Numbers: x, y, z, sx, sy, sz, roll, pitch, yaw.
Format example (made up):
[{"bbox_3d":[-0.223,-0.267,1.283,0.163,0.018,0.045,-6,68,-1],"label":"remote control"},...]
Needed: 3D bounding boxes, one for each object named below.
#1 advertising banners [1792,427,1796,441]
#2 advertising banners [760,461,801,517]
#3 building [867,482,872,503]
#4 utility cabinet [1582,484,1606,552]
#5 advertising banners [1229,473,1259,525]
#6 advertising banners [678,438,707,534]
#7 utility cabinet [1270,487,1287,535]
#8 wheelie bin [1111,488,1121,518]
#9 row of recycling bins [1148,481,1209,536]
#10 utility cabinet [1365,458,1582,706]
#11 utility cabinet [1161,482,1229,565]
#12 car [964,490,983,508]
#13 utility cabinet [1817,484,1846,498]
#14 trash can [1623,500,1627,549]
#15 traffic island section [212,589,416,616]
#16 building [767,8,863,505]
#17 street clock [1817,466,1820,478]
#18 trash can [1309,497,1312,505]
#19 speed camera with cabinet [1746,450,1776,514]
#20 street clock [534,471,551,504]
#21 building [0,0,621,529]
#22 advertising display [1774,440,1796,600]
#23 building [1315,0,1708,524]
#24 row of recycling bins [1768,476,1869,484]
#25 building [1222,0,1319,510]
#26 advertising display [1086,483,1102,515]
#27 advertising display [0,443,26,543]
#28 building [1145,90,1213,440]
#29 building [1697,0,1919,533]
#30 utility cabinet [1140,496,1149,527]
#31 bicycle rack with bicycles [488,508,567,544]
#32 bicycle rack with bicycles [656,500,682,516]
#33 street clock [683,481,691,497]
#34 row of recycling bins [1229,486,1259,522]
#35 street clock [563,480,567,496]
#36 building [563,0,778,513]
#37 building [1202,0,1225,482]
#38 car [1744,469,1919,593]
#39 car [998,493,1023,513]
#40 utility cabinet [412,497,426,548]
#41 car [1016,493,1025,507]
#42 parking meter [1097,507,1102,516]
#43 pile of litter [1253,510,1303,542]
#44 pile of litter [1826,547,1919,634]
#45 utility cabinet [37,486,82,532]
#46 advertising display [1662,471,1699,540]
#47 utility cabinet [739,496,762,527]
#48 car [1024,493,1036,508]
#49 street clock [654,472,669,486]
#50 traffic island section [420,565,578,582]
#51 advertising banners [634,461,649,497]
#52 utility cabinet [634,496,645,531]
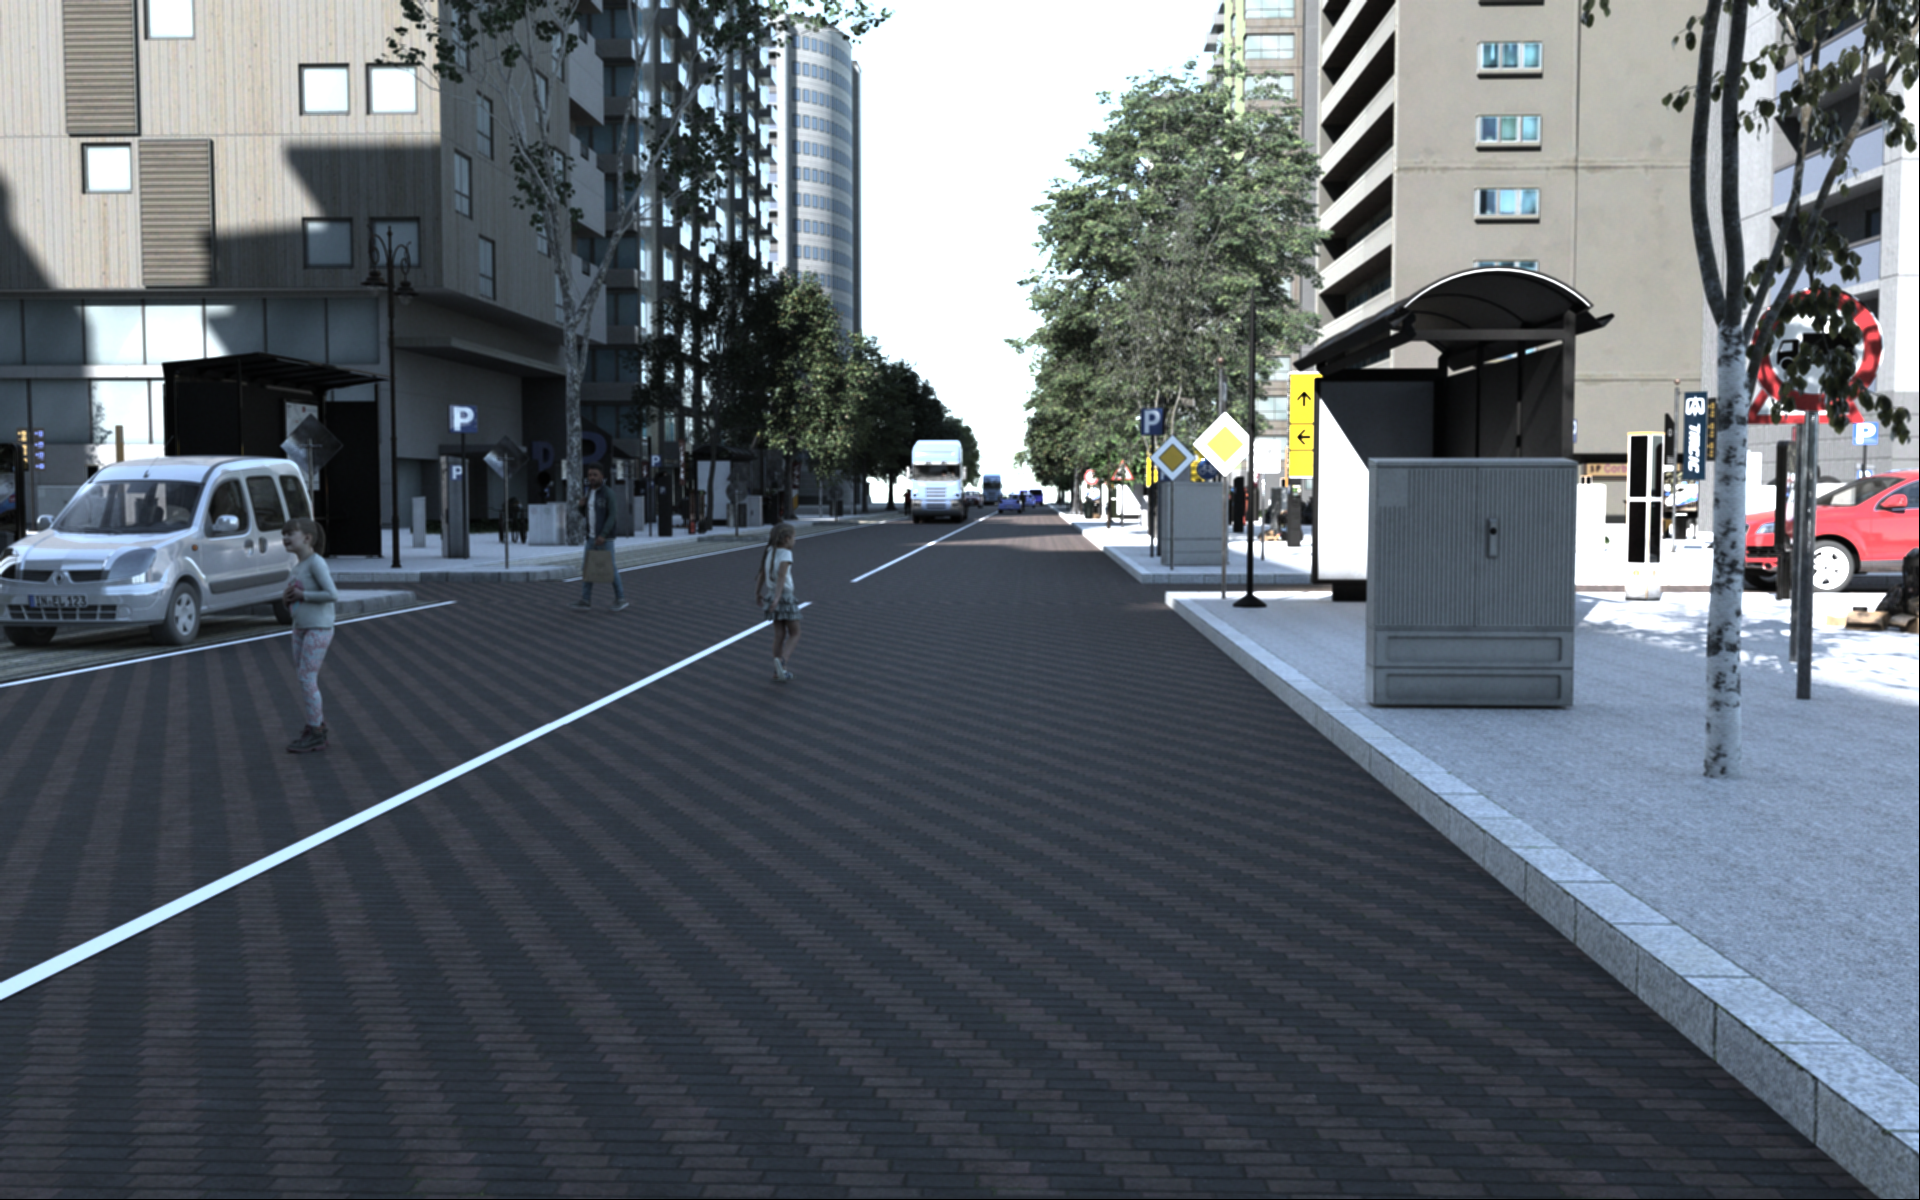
[{"bbox_3d":[21.311,-3.012,45.431,0.090,3.025,2.074,-2,4,-32],"label":"advertising banners"},{"bbox_3d":[-9.497,-5.902,92.691,2.074,3.025,0.090,-1,4,-13],"label":"advertising banners"},{"bbox_3d":[-28.984,-33.541,240.271,32.217,40.220,23.993,0,4,2],"label":"building"},{"bbox_3d":[13.567,-1.802,38.137,1.173,1.500,0.318,0,4,1],"label":"utility cabinet"},{"bbox_3d":[11.550,-4.581,71.086,0.090,3.025,2.074,-3,4,-38],"label":"advertising banners"},{"bbox_3d":[-8.581,-3.625,55.459,0.090,3.025,2.074,1,4,16],"label":"advertising banners"},{"bbox_3d":[9.826,-2.721,53.174,0.318,1.500,1.173,0,4,-5],"label":"utility cabinet"},{"bbox_3d":[8.296,-5.102,91.325,0.980,1.594,0.693,2,4,30],"label":"wheelie bin"},{"bbox_3d":[7.010,-2.897,54.471,1.069,1.692,3.534,3,4,38],"label":"row of recycling bins"},{"bbox_3d":[3.068,-0.107,10.424,1.173,1.500,0.318,0,4,3],"label":"utility cabinet"},{"bbox_3d":[4.213,-1.371,31.098,1.173,1.500,0.318,-1,4,-13],"label":"utility cabinet"},{"bbox_3d":[1.246,-10.270,176.590,2.281,1.827,5.304,0,4,4],"label":"car"},{"bbox_3d":[18.322,-1.719,36.790,1.173,1.500,0.318,3,5,43],"label":"utility cabinet"},{"bbox_3d":[15.130,-1.645,38.542,0.748,1.137,0.748,0,3,0],"label":"trash can"},{"bbox_3d":[-8.130,0.034,21.728,2.009,0.180,2.903,0,4,2],"label":"traffic island section"},{"bbox_3d":[-23.856,-41.061,213.350,21.231,58.520,28.212,0,4,2],"label":"building"},{"bbox_3d":[21.425,-2.384,43.556,0.358,2.002,0.471,1,4,13],"label":"street clock"},{"bbox_3d":[16.978,-4.336,82.542,0.748,1.137,0.748,0,3,0],"label":"trash can"},{"bbox_3d":[16.633,-2.559,36.170,0.660,3.252,2.038,0,4,0],"label":"speed camera with cabinet"},{"bbox_3d":[-13.090,-3.044,54.340,0.471,2.002,0.358,-3,5,-44],"label":"street clock"},{"bbox_3d":[-31.265,-29.661,74.199,28.713,52.752,27.495,0,4,2],"label":"building"},{"bbox_3d":[10.171,-0.977,21.184,0.123,1.923,0.974,3,5,41],"label":"advertising display"},{"bbox_3d":[29.496,-28.054,82.390,21.300,48.544,21.600,0,4,2],"label":"building"},{"bbox_3d":[20.431,-2.004,39.883,3.534,1.692,1.069,1,4,9],"label":"row of recycling bins"},{"bbox_3d":[26.608,-27.314,130.185,14.154,41.232,14.086,0,4,2],"label":"building"},{"bbox_3d":[7.214,-5.378,93.138,0.974,1.923,0.123,3,5,40],"label":"advertising display"},{"bbox_3d":[-12.310,-1.029,22.036,0.974,1.923,0.123,1,4,18],"label":"advertising display"},{"bbox_3d":[38.198,-38.797,223.566,28.713,52.752,27.495,0,4,2],"label":"building"},{"bbox_3d":[38.658,-30.931,47.715,28.212,58.520,21.231,0,4,2],"label":"building"},{"bbox_3d":[7.247,-3.470,67.898,0.306,1.237,1.020,1,4,11],"label":"utility cabinet"},{"bbox_3d":[-11.184,-1.976,45.684,2.852,0.926,2.925,0,4,-5],"label":"bicycle rack with bicycles"},{"bbox_3d":[-17.121,-5.511,103.491,2.852,0.926,2.925,3,5,40],"label":"bicycle rack with bicycles"},{"bbox_3d":[-14.733,-5.455,93.765,0.358,2.002,0.471,2,4,30],"label":"street clock"},{"bbox_3d":[12.773,-4.520,81.022,1.069,1.692,3.534,3,5,43],"label":"row of recycling bins"},{"bbox_3d":[-14.943,-3.778,66.339,0.471,2.002,0.358,2,4,32],"label":"street clock"},{"bbox_3d":[-28.094,-32.487,150.766,23.786,49.044,30.456,0,4,2],"label":"building"},{"bbox_3d":[33.062,-32.561,151.977,23.786,49.044,30.456,0,4,2],"label":"building"},{"bbox_3d":[13.948,-1.028,25.479,5.304,1.827,2.281,0,4,1],"label":"car"},{"bbox_3d":[3.794,-7.402,130.610,1.945,1.707,3.694,0,4,4],"label":"car"},{"bbox_3d":[-13.011,-1.864,41.642,0.306,1.237,1.020,-1,4,-16],"label":"utility cabinet"},{"bbox_3d":[6.263,-11.022,189.808,1.945,1.707,3.694,0,4,2],"label":"car"},{"bbox_3d":[8.248,-5.776,102.849,0.372,1.533,0.369,0,3,0],"label":"parking meter"},{"bbox_3d":[8.651,-2.034,47.228,1.719,0.858,1.176,-2,4,-24],"label":"pile of litter"},{"bbox_3d":[8.945,-0.145,16.329,1.176,0.858,1.719,0,4,2],"label":"pile of litter"},{"bbox_3d":[-24.628,-2.376,47.532,1.173,1.500,0.318,-2,4,-24],"label":"utility cabinet"},{"bbox_3d":[20.122,-2.641,48.400,0.974,1.923,0.123,0,4,2],"label":"advertising display"},{"bbox_3d":[-8.273,-3.465,67.816,1.020,1.237,0.306,1,4,14],"label":"utility cabinet"},{"bbox_3d":[6.887,-10.352,178.850,1.945,1.707,3.694,0,4,2],"label":"car"},{"bbox_3d":[-9.583,-3.130,55.739,0.471,2.002,0.358,-3,5,-40],"label":"street clock"},{"bbox_3d":[-7.788,-0.454,29.706,2.009,0.180,2.903,0,4,2],"label":"traffic island section"},{"bbox_3d":[-17.406,-5.893,92.533,2.074,3.025,0.090,2,4,28],"label":"advertising banners"},{"bbox_3d":[-11.157,-3.001,60.234,0.306,1.237,1.020,0,4,-6],"label":"utility cabinet"}]
